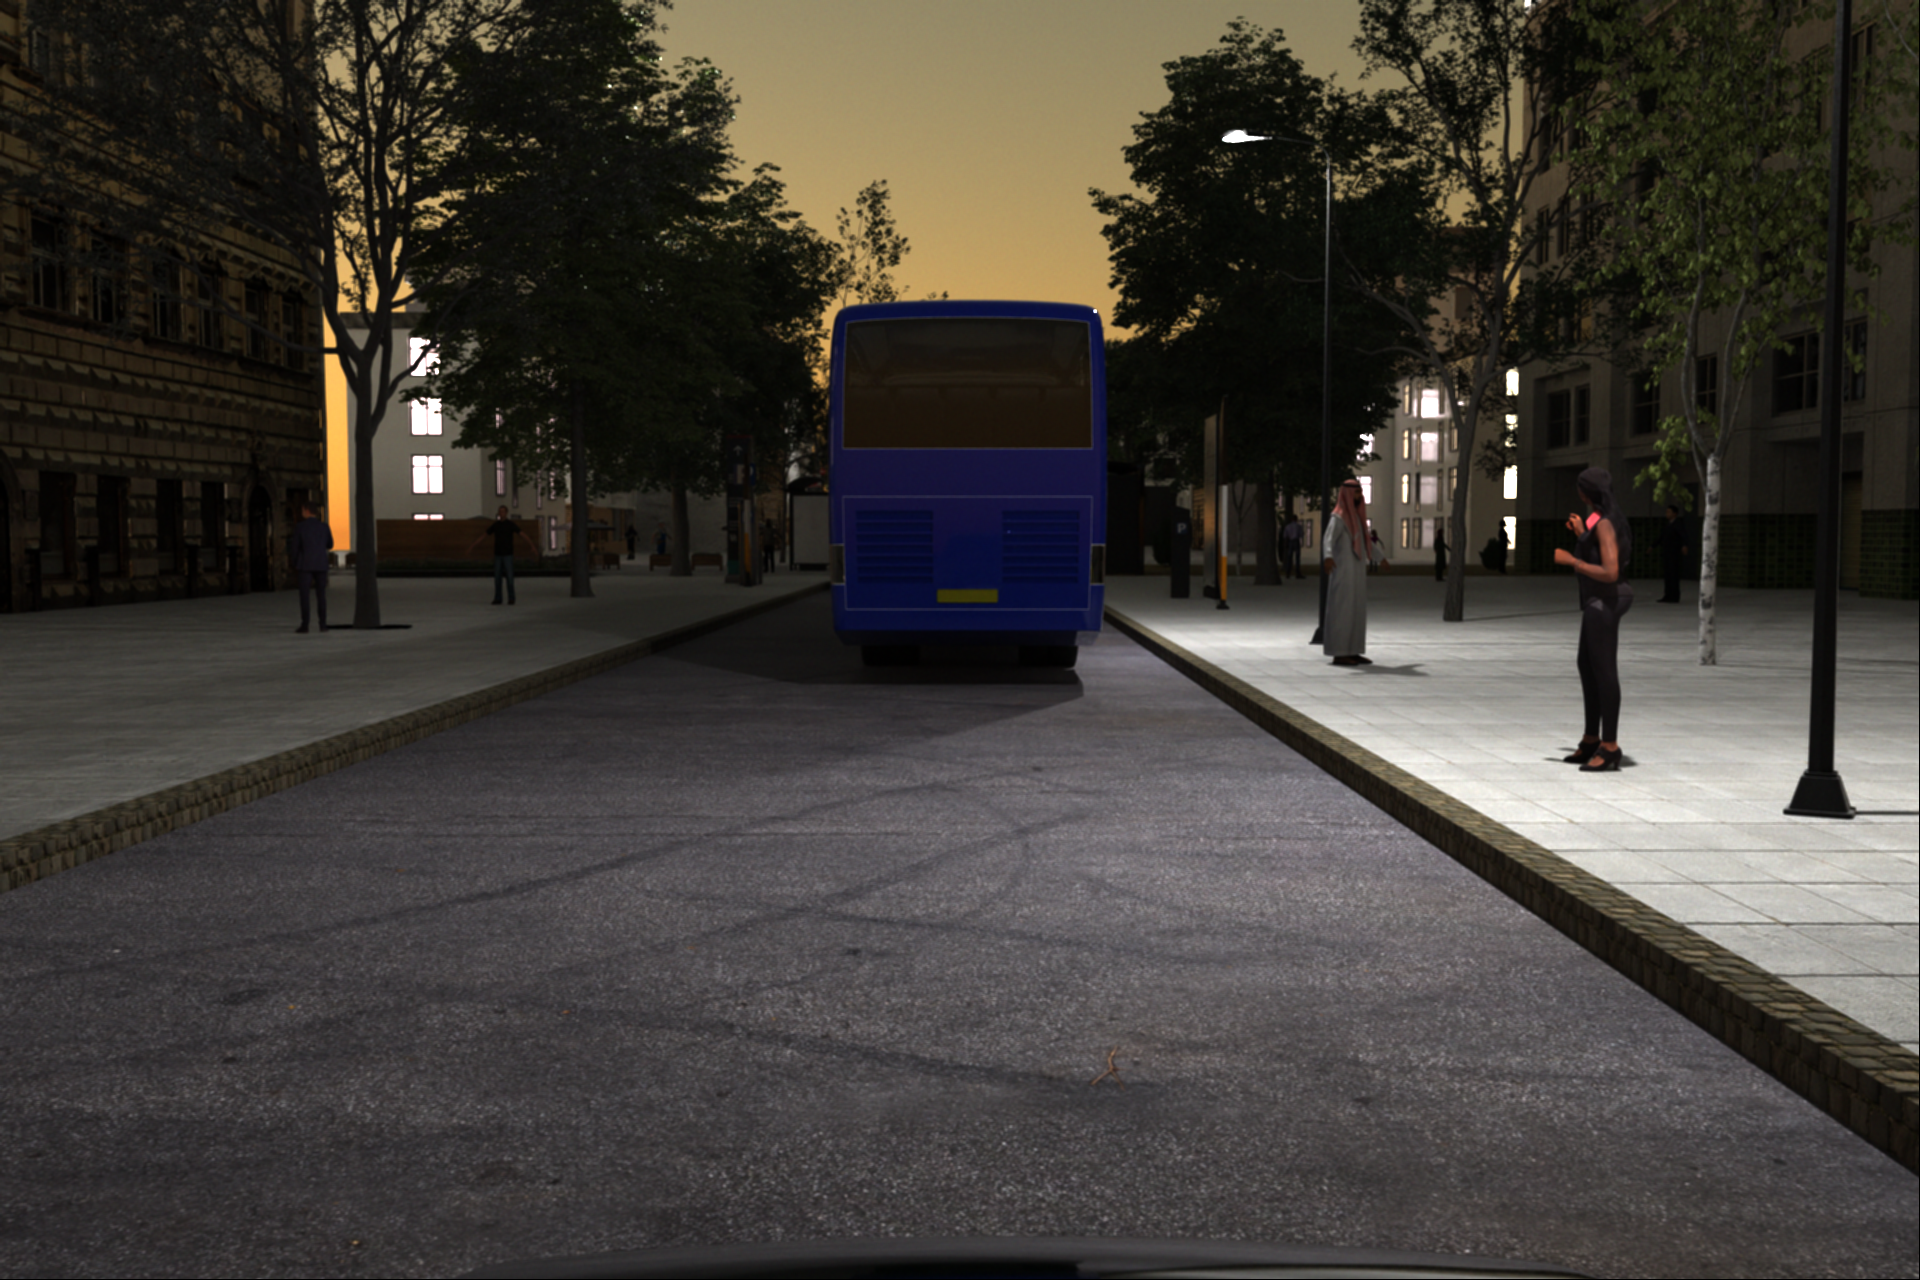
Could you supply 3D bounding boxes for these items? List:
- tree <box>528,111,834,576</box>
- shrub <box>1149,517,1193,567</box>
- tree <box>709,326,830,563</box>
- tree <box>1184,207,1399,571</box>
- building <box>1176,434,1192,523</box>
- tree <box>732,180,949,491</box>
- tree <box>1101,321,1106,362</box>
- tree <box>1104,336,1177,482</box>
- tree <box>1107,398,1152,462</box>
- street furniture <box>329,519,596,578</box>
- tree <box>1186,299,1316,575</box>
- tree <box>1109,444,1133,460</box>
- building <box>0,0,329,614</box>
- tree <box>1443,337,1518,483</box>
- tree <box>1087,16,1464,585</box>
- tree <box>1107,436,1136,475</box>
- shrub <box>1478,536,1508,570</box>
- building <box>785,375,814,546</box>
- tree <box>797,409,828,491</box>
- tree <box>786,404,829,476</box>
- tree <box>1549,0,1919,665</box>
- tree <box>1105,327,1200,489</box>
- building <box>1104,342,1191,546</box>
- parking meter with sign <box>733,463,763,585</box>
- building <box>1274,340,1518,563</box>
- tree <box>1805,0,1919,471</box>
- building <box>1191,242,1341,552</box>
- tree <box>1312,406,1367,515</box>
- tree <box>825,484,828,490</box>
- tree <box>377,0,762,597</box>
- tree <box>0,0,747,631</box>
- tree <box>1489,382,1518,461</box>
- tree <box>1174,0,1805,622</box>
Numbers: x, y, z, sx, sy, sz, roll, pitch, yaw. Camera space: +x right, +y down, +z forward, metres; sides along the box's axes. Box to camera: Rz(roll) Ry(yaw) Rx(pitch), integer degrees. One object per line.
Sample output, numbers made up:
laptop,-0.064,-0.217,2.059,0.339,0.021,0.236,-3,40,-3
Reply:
tree,-8.541,-8.910,52.340,9.857,13.997,8.962,0,3,0
shrub,8.278,-3.904,67.864,1.661,2.075,1.752,0,3,0
tree,-7.552,-8.697,76.615,7.601,10.594,8.767,-1,4,-18
tree,11.434,-8.704,60.446,7.486,12.596,7.792,0,3,0
building,27.893,-19.877,181.408,16.016,20.090,11.380,0,4,0
tree,-6.690,-14.490,92.803,12.611,20.169,13.585,0,3,0
tree,9.768,-18.214,153.679,12.611,20.169,13.585,0,3,0
tree,7.684,-9.872,87.162,9.928,11.665,9.643,0,3,0
tree,7.978,-10.549,106.892,8.767,10.594,7.601,1,4,13
street furniture,-14.302,-2.846,53.379,11.010,1.723,9.812,-1,4,-12
tree,8.743,-6.316,53.626,4.737,8.622,4.395,0,3,0
tree,7.588,-12.862,120.656,12.009,13.543,11.850,0,3,0
building,-24.406,-12.283,31.750,19.493,23.208,18.063,0,4,0
tree,22.505,-7.931,64.080,8.767,10.594,7.601,-2,4,-27
tree,7.751,-8.356,43.282,9.857,13.997,8.962,0,3,0
tree,8.164,-8.978,97.151,4.737,8.622,4.395,0,3,0
shrub,19.040,-3.101,61.815,1.383,1.207,1.383,0,3,0
building,-22.182,-20.402,189.994,16.016,20.090,11.380,0,4,0
tree,-6.639,-10.710,109.521,7.601,10.594,8.767,-1,4,-21
tree,-7.629,-13.133,125.094,12.009,13.543,11.850,0,3,0
tree,7.552,-4.065,16.819,4.737,8.622,4.395,0,3,0
tree,7.789,-8.636,75.604,7.601,10.594,8.767,-3,4,-37
building,27.669,-21.827,200.850,27.936,21.610,32.646,0,4,1
parking meter with sign,-5.265,-2.886,43.442,0.543,3.016,1.738,0,4,2
building,23.002,-8.995,89.211,9.099,9.664,28.070,0,4,0
tree,6.251,-3.667,10.325,4.360,8.622,3.978,0,3,0
building,27.917,-18.317,130.418,19.493,23.208,18.063,0,4,1
tree,14.214,-7.153,67.321,4.737,8.622,4.395,0,3,0
tree,-15.598,-20.988,249.814,9.857,13.997,8.962,0,3,0
tree,-7.700,-7.119,34.530,7.486,12.596,7.792,0,3,0
tree,-8.064,-6.905,23.260,12.009,13.543,11.850,0,3,0
tree,23.785,-7.445,72.093,4.360,8.622,3.978,0,3,0
tree,7.134,-5.529,24.810,8.767,10.594,7.601,1,4,15
